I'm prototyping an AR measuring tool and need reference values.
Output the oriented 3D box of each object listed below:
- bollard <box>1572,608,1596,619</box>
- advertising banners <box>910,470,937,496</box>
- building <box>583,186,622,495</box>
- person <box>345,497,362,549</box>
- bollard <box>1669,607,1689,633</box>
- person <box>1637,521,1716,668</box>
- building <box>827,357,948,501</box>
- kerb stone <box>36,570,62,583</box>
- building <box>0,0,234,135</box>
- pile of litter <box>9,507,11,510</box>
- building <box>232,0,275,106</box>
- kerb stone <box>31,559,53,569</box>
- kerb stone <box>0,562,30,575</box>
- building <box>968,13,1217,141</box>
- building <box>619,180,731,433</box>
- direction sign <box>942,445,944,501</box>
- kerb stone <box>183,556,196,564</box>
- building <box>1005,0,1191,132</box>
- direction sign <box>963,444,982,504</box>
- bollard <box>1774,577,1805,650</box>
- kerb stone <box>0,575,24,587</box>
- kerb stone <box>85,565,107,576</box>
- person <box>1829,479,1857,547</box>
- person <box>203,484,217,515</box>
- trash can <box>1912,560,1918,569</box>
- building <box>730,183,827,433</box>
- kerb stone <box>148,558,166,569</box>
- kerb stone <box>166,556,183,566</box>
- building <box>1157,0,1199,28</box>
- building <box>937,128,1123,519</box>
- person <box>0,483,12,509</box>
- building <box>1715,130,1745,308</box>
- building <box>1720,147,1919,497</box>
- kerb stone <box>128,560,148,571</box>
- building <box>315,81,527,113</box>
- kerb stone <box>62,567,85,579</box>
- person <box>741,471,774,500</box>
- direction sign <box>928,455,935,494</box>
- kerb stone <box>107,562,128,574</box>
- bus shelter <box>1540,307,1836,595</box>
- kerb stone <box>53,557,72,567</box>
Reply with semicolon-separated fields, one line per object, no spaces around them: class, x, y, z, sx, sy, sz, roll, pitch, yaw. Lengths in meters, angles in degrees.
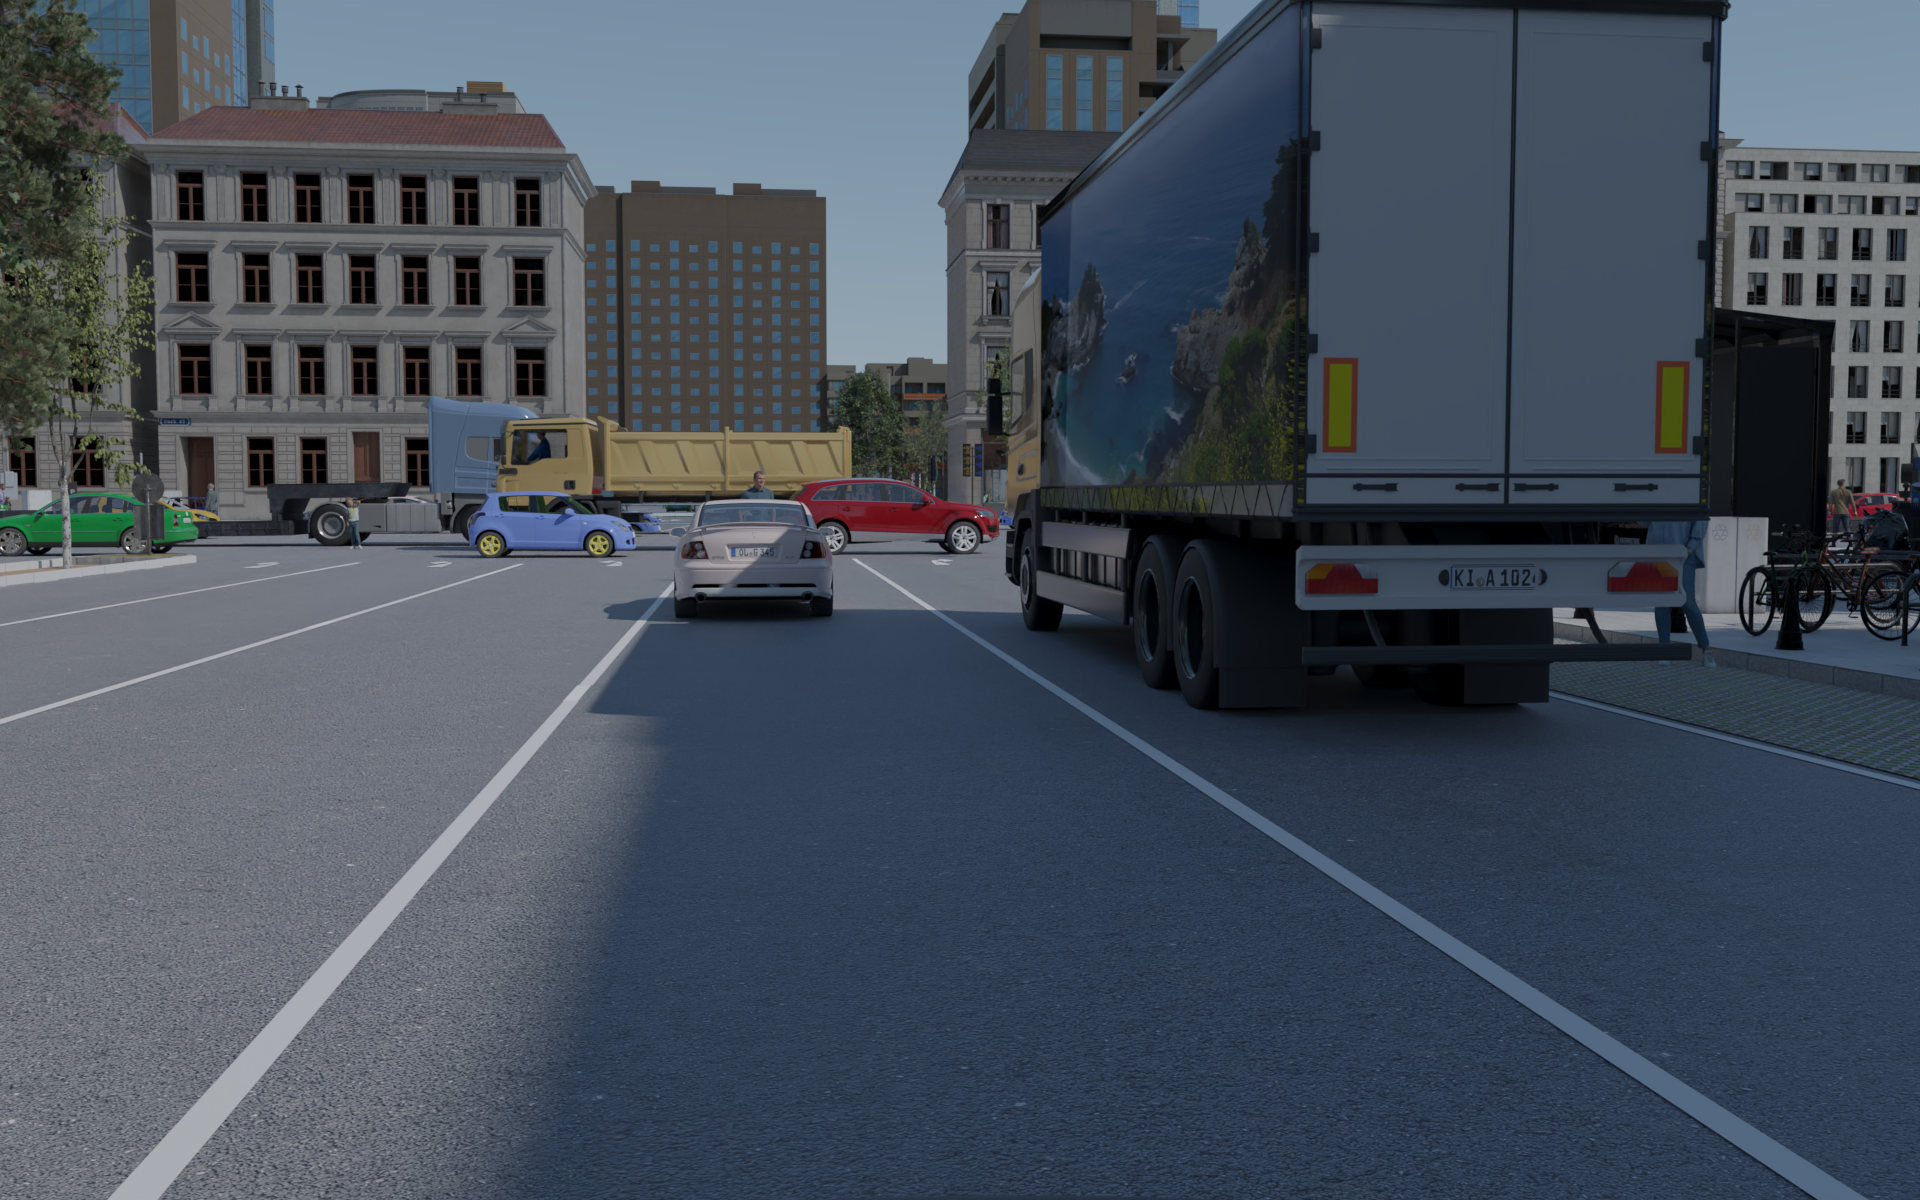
bollard;6.432;-0.109;17.832;0.229;0.601;0.229;0;3;0
advertising banners;-2.685;-7.925;125.766;2.074;3.025;0.090;1;4;17
building;-55.056;-36.656;249.443;14.200;45.320;14.600;0;4;-7
person;-15.804;-2.004;45.169;0.435;1.345;0.340;0;4;-7
bollard;6.642;-0.001;16.059;0.229;0.601;0.229;0;3;0
person;5.962;-0.344;14.393;0.793;1.790;0.793;1;4;20
building;-6.131;-25.485;261.715;28.899;21.520;27.650;0;4;-7
kerb stone;-15.063;-0.383;28.453;0.120;0.150;1.000;0;4;-7
building;-65.568;-29.654;134.948;14.600;45.320;14.200;0;4;-7
pile of litter;-44.154;-4.080;80.674;1.176;0.858;1.719;0;4;-2
building;-77.504;-51.899;161.215;31.000;86.520;22.319;0;4;-7
kerb stone;-17.757;-0.680;33.314;0.120;0.150;1.000;0;4;-7
kerb stone;-17.637;-0.617;32.291;0.120;0.150;1.000;0;4;-7
building;12.689;-33.621;173.404;21.300;48.544;21.600;0;4;-7
building;-40.887;-36.724;250.548;14.200;45.320;14.600;0;4;-7
direction sign;-0.787;-5.396;80.223;0.379;3.537;0.876;0;4;3
kerb stone;-15.927;-0.821;35.616;0.120;0.150;1.000;0;4;-7
building;11.869;-30.905;155.412;14.600;45.320;14.200;0;4;-7
direction sign;0.563;-5.250;77.830;0.876;3.537;0.379;0;4;7
bollard;6.856;0.107;14.294;0.229;0.601;0.229;0;3;0
kerb stone;-14.949;-0.320;27.432;0.120;0.150;1.000;0;4;-7
kerb stone;-15.321;-0.505;30.495;0.120;0.150;1.000;0;4;-7
person;23.631;-2.321;46.352;0.656;1.842;0.836;-1;4;-11
person;-26.883;-3.260;61.973;0.590;1.801;0.661;0;4;6
trash can;16.350;-1.101;29.663;0.748;1.137;0.748;0;3;0
building;-26.825;-36.846;252.543;14.200;45.320;14.600;0;4;-7
kerb stone;-15.675;-0.694;33.573;0.120;0.150;1.000;0;4;-7
kerb stone;-15.803;-0.758;34.593;0.120;0.150;1.000;0;4;-7
building;24.117;-57.997;260.921;31.000;86.520;22.319;0;4;-7
building;1.084;-14.813;93.095;40.483;20.767;10.553;0;4;-7
person;-36.812;-3.572;66.769;0.599;1.838;0.709;0;4;0
building;31.072;-16.379;96.681;19.941;23.489;11.050;0;4;-7
building;49.465;-14.983;99.722;16.860;20.320;10.420;0;4;-7
kerb stone;-15.554;-0.633;32.545;0.120;0.150;1.000;0;4;-7
building;-76.457;-43.267;249.419;28.212;58.520;21.231;0;4;-7
kerb stone;-15.194;-0.444;29.473;0.120;0.150;1.000;0;4;-7
person;-3.292;-1.187;28.040;0.598;1.807;0.434;0;4;-1
direction sign;-1.647;-6.672;101.086;0.379;3.537;0.876;-2;4;-27
kerb stone;-15.430;-0.571;31.524;0.120;0.150;1.000;0;4;-7
bus shelter;9.917;-2.059;24.945;1.731;3.624;6.357;0;4;-7
kerb stone;-17.877;-0.742;34.334;0.120;0.150;1.000;0;4;-7
